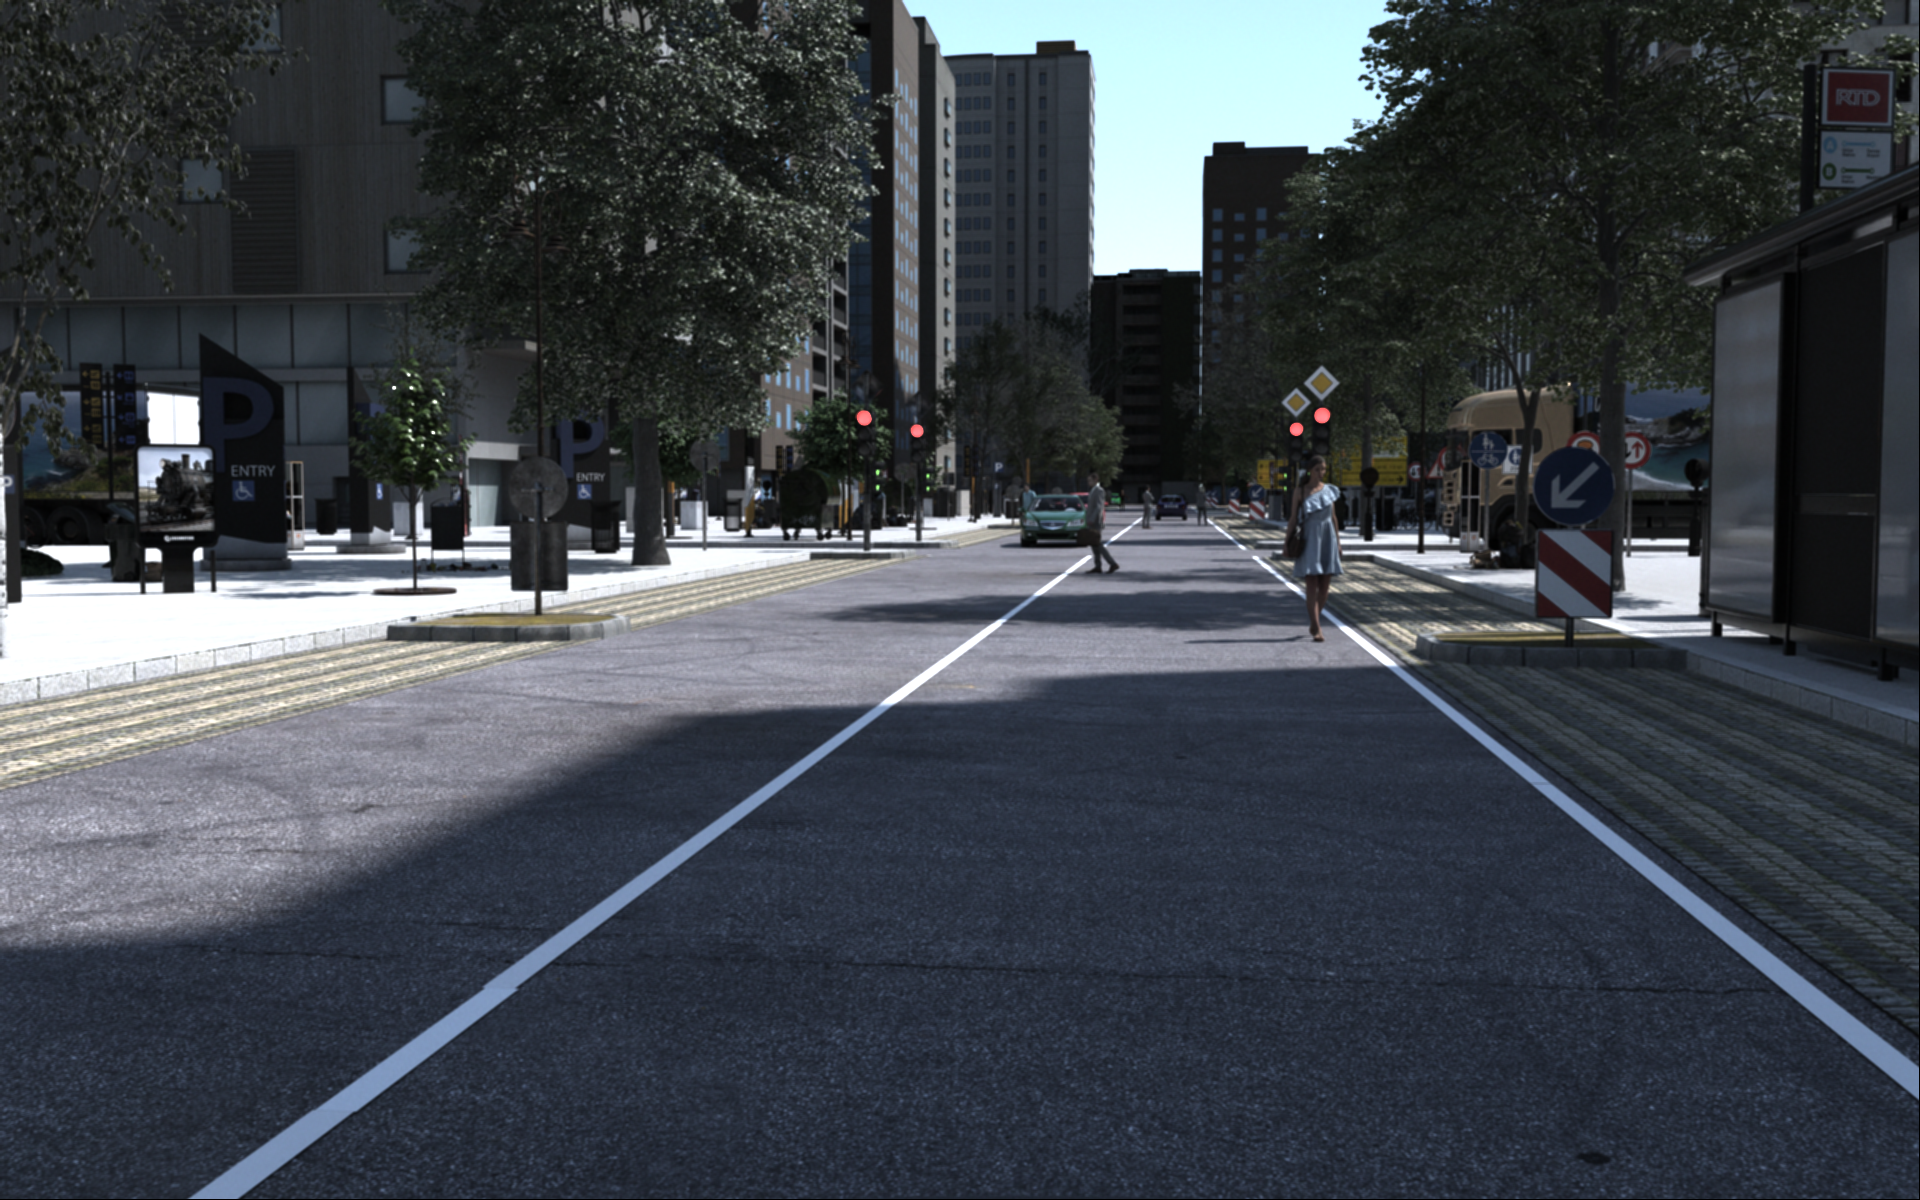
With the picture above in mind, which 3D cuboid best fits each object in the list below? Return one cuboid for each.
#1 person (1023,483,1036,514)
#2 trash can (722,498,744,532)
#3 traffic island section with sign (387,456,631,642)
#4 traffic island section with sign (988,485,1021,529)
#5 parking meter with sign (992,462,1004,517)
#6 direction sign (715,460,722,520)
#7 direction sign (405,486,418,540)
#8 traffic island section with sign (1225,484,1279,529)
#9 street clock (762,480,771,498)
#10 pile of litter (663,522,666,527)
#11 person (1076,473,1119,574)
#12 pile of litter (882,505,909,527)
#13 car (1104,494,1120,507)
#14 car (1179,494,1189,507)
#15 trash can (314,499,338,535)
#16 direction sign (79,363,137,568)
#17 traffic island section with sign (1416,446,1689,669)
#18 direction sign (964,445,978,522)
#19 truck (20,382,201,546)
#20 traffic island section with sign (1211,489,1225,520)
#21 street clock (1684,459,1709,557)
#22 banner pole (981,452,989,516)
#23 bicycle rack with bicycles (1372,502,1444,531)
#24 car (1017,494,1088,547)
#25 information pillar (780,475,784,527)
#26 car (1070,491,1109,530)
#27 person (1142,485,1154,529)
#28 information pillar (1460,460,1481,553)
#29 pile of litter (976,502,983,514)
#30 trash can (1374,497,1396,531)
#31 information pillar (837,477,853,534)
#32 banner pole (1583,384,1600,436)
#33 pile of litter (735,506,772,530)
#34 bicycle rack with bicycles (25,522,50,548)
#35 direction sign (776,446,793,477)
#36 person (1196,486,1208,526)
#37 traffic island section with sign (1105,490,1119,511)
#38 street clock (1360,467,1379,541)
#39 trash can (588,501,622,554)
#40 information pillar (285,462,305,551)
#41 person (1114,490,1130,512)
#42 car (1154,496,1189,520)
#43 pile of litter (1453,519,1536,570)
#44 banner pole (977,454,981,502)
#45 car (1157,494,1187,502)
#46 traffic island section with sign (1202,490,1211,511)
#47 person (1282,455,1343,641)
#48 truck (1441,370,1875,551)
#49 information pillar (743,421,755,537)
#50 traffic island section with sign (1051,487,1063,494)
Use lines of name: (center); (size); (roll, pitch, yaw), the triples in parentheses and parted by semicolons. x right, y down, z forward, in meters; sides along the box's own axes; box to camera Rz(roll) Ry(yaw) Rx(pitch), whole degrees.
person: (2.466, -3.158, 60.156); (0.660, 1.820, 0.620); (3, 5, 39)
trash can: (-7.776, -2.912, 59.266); (0.748, 1.137, 0.748); (0, 3, 0)
traffic island section with sign: (-4.456, -0.549, 17.597); (1.989, 1.847, 2.006); (0, 4, 7)
traffic island section with sign: (2.224, -3.843, 71.466); (1.989, 1.847, 2.006); (0, 4, 7)
parking meter with sign: (2.059, -6.085, 95.744); (0.543, 3.016, 1.738); (0, 4, -4)
direction sign: (-11.873, -5.696, 85.133); (0.379, 3.537, 0.876); (0, 4, 2)
direction sign: (-15.489, -3.474, 48.799); (0.379, 3.537, 0.876); (-2, 4, -27)
traffic island section with sign: (11.972, -3.795, 70.681); (1.989, 1.847, 2.006); (0, 4, 7)
street clock: (-10.198, -5.309, 91.380); (0.471, 2.002, 0.358); (-3, 5, -42)
pile of litter: (-12.245, -3.341, 68.583); (1.719, 0.858, 1.176); (3, 5, 40)
person: (2.444, -1.387, 31.304); (0.853, 1.813, 0.709); (-1, 4, -15)
pile of litter: (-2.767, -3.269, 67.412); (1.719, 0.858, 1.176); (-1, 4, -19)
car: (16.901, -11.176, 191.529); (1.959, 1.807, 4.718); (0, 4, 7)
car: (18.100, -8.243, 144.561); (2.009, 1.686, 4.222); (0, 4, 6)
trash can: (-19.962, -2.625, 54.569); (0.748, 1.137, 0.748); (0, 3, 0)
direction sign: (-14.802, -2.335, 30.179); (0.876, 3.537, 0.379); (-3, 4, -36)
traffic island section with sign: (5.085, -0.400, 15.172); (1.989, 1.847, 2.006); (0, 4, 7)
direction sign: (0.515, -5.381, 79.975); (0.876, 3.537, 0.379); (3, 5, 44)
truck: (-25.738, -3.453, 45.371); (11.283, 4.237, 2.839); (0, 4, 8)
traffic island section with sign: (15.306, -5.440, 97.573); (1.989, 1.847, 2.006); (0, 4, 7)
street clock: (15.136, -1.898, 35.605); (0.358, 2.002, 0.471); (-1, 4, -21)
banner pole: (1.607, -6.940, 103.480); (0.401, 3.779, 0.863); (0, 4, 1)
bicycle rack with bicycles: (15.810, -2.978, 62.080); (2.852, 0.926, 2.925); (-1, 4, -21)
car: (2.707, -2.229, 48.242); (2.131, 1.459, 4.920); (0, 4, 6)
information pillar: (-6.602, -3.736, 65.572); (0.304, 2.012, 0.304); (2, 4, 27)
car: (4.963, -3.751, 70.370); (2.155, 1.783, 4.494); (0, 4, 6)
person: (7.820, -3.860, 71.794); (0.466, 1.800, 0.511); (-3, 5, -44)
information pillar: (11.124, -2.035, 37.761); (0.304, 2.012, 0.304); (-1, 4, -22)
pile of litter: (0.892, -6.049, 112.871); (1.176, 0.858, 1.719); (0, 4, -7)
trash can: (14.736, -2.964, 60.116); (0.748, 1.137, 0.748); (0, 3, 0)
information pillar: (-3.722, -3.967, 56.222); (0.504, 3.616, 0.183); (-2, 4, -34)
banner pole: (13.296, -2.830, 36.281); (0.401, 3.779, 0.863); (-3, 5, -43)
pile of litter: (-7.594, -3.024, 63.415); (1.176, 0.858, 1.719); (3, 5, 44)
bicycle rack with bicycles: (-22.686, -1.604, 39.611); (2.925, 0.926, 2.852); (-1, 4, -16)
direction sign: (-8.192, -5.439, 80.929); (0.876, 3.537, 0.379); (1, 4, 21)
person: (10.811, -4.209, 77.495); (0.537, 1.800, 0.526); (3, 4, 37)
traffic island section with sign: (15.070, -10.174, 174.974); (1.989, 1.847, 2.006); (0, 4, 7)
street clock: (11.111, -2.599, 47.057); (0.471, 2.002, 0.358); (0, 4, -2)
trash can: (-7.685, -1.584, 37.546); (0.748, 1.137, 0.748); (0, 3, 0)
information pillar: (-15.115, -2.130, 39.311); (0.304, 2.012, 0.304); (3, 4, 36)
person: (12.890, -7.873, 137.739); (1.217, 1.766, 0.721); (1, 4, 16)
car: (11.678, -5.080, 95.637); (1.945, 1.354, 3.894); (0, 4, 7)
pile of litter: (9.314, -0.969, 29.815); (1.719, 0.858, 1.176); (0, 4, 4)
banner pole: (1.218, -7.185, 107.491); (0.401, 3.779, 0.863); (2, 4, 31)
car: (14.246, -6.524, 116.451); (2.009, 1.686, 4.222); (1, 4, 8)
traffic island section with sign: (21.411, -8.452, 146.825); (1.989, 1.847, 2.006); (0, 4, 7)
person: (3.469, -0.519, 17.077); (0.616, 1.811, 0.778); (0, 4, 2)
truck: (16.493, -3.155, 40.502); (11.283, 4.237, 2.839); (0, 4, 6)
information pillar: (-6.249, -3.673, 51.409); (0.183, 3.616, 0.504); (1, 4, 18)
traffic island section with sign: (5.552, -5.485, 98.308); (1.989, 1.847, 2.006); (0, 4, 7)
